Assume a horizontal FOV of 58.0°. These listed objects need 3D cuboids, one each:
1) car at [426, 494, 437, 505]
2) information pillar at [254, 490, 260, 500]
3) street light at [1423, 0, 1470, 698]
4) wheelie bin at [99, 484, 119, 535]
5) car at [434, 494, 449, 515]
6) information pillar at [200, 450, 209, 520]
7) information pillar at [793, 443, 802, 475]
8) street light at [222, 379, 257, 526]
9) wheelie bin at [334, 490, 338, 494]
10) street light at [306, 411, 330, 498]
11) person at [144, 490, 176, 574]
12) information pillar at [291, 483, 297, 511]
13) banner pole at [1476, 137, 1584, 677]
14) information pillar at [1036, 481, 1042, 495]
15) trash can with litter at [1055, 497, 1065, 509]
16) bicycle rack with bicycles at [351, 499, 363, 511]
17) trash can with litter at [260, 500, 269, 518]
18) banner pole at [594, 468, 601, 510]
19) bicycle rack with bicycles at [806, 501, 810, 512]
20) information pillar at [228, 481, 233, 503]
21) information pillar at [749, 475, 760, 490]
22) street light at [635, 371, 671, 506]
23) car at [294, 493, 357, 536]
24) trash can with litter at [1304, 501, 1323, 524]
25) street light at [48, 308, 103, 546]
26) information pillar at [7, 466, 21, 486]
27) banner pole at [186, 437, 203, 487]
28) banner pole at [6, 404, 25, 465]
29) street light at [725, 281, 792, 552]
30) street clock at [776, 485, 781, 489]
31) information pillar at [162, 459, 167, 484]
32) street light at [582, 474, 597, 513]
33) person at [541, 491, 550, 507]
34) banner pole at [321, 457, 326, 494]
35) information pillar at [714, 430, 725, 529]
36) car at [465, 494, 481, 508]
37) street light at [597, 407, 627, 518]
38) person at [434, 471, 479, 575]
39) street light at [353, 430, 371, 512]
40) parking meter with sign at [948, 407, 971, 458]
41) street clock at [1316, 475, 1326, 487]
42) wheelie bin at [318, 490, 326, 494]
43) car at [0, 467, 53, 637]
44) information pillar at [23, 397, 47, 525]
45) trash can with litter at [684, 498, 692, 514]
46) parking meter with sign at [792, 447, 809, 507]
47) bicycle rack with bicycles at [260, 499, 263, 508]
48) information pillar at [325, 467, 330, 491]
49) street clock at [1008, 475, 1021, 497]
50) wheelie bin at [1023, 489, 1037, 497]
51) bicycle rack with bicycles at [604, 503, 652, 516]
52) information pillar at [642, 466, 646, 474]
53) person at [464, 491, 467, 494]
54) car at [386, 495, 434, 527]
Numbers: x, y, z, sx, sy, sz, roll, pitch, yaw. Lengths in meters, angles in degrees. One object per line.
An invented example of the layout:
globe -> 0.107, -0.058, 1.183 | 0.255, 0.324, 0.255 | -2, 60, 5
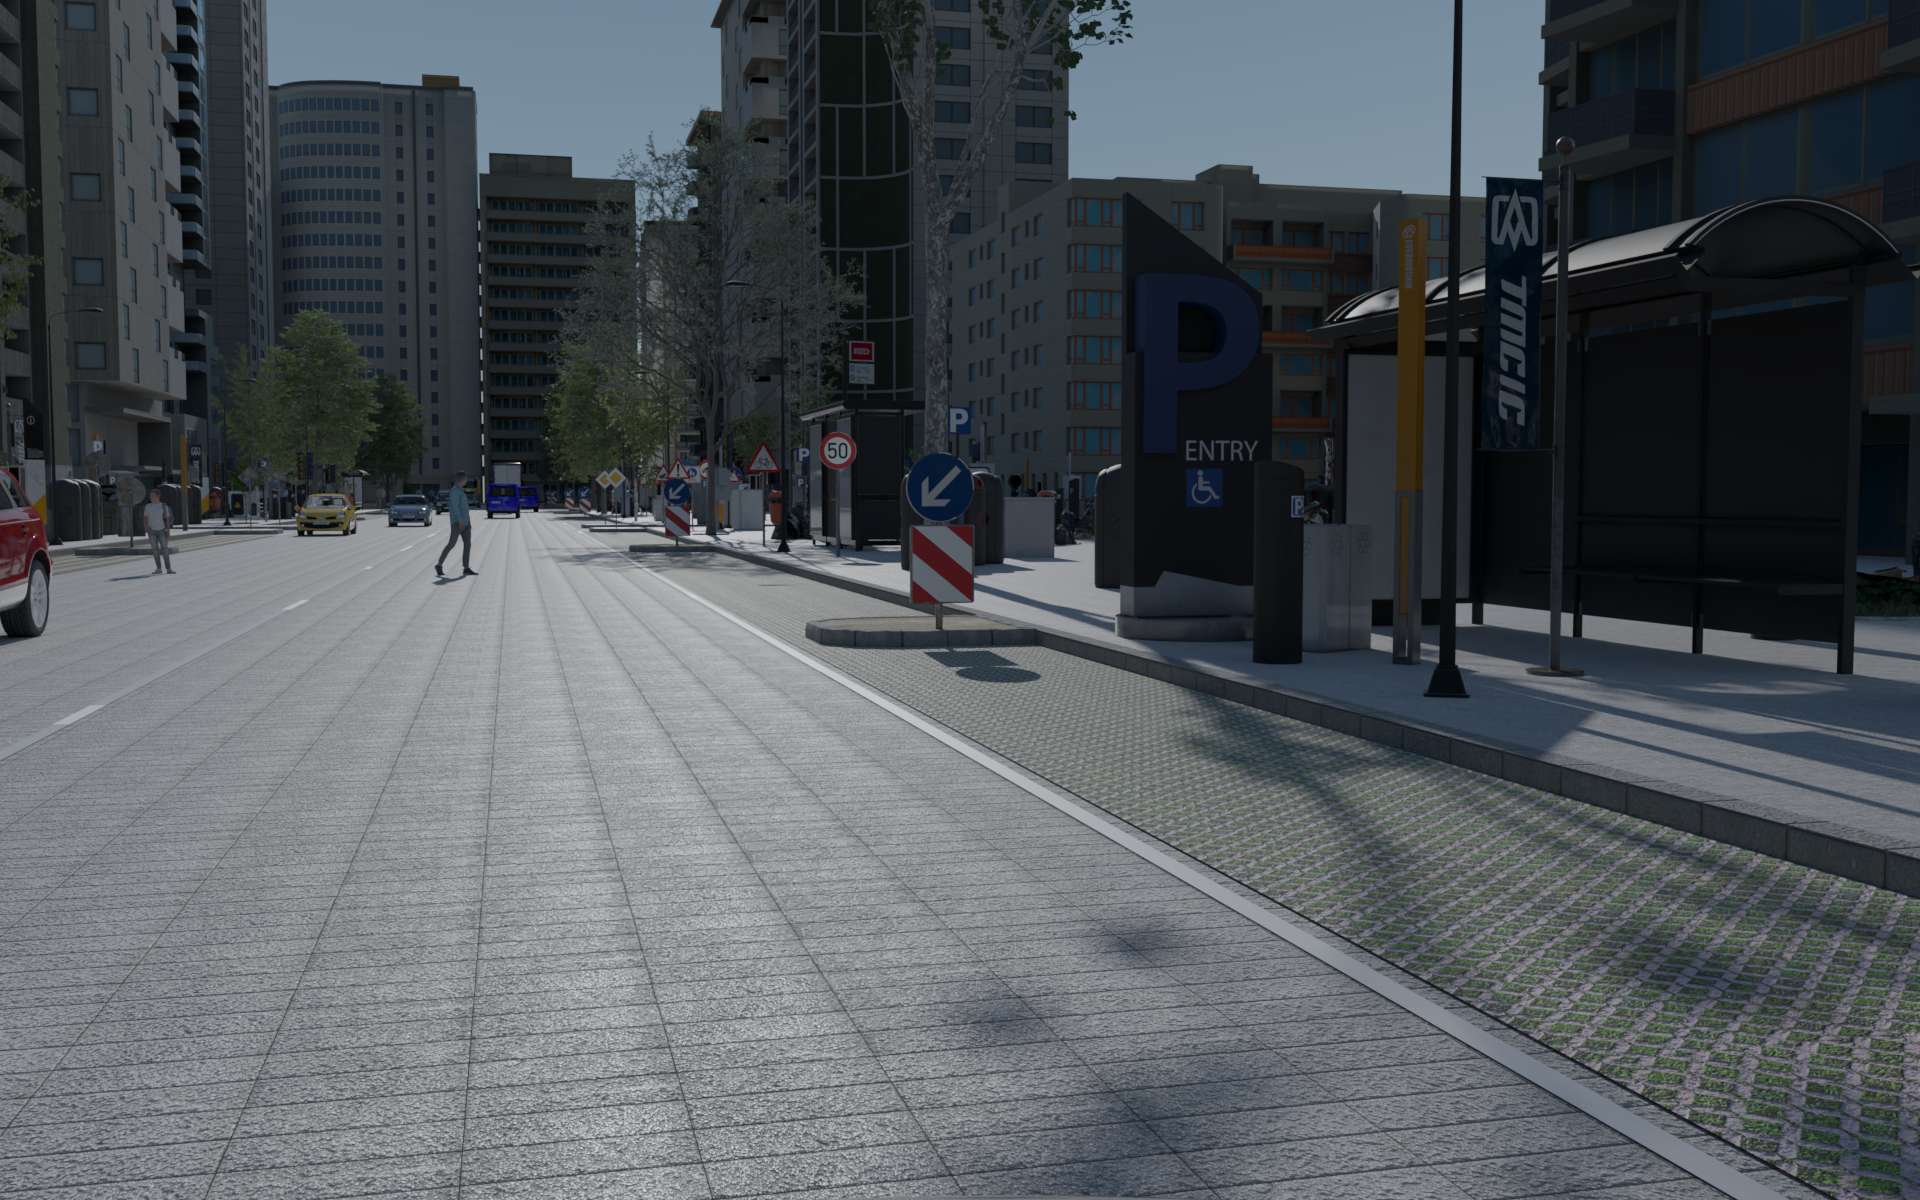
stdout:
car -> -62.297, -11.941, 205.025 | 2.009, 1.686, 4.222 | -1, 4, -14
information pillar -> -54.540, -7.941, 134.332 | 0.304, 2.012, 0.304 | 0, 4, 3
street light -> 2.575, -2.336, 10.728 | 1.470, 5.913, 1.316 | -1, 4, -14
wheelie bin -> -26.841, -2.851, 54.529 | 0.980, 1.594, 0.693 | -2, 4, -34
car -> -35.474, -6.756, 120.247 | 2.009, 1.686, 4.222 | -1, 4, -14
information pillar -> -37.614, -5.799, 86.168 | 0.504, 3.616, 0.183 | 1, 4, 18
information pillar -> -7.419, -5.376, 79.247 | 0.183, 3.616, 0.504 | 3, 4, 36
street light -> -29.079, -5.957, 69.933 | 1.470, 5.913, 1.316 | -1, 4, -14
wheelie bin -> -43.772, -6.992, 122.233 | 0.693, 1.594, 0.980 | 2, 4, 34
street light -> -36.061, -7.626, 97.227 | 1.470, 5.913, 1.316 | -1, 4, -14
person -> -14.402, -1.229, 31.190 | 0.503, 1.515, 0.523 | -3, 5, -41
information pillar -> -46.032, -7.049, 119.747 | 0.304, 2.012, 0.304 | -1, 4, -16
banner pole -> 4.019, -1.356, 12.180 | 0.863, 3.779, 0.401 | -1, 4, -16
information pillar -> 4.565, -5.832, 99.849 | 0.304, 2.012, 0.304 | 0, 4, -8
trash can with litter -> 5.558, -4.957, 92.430 | 1.055, 1.170, 0.624 | -1, 4, -11
bicycle rack with bicycles -> -46.920, -7.240, 131.760 | 2.852, 0.926, 2.925 | 1, 4, 10
trash can with litter -> -37.949, -5.116, 95.026 | 1.055, 1.170, 0.624 | -2, 4, -34
banner pole -> -29.609, -9.309, 142.211 | 0.863, 3.779, 0.401 | 0, 4, -6
bicycle rack with bicycles -> -7.246, -5.012, 95.329 | 2.852, 0.926, 2.925 | -3, 5, -43
information pillar -> -40.755, -5.641, 96.727 | 0.304, 2.012, 0.304 | -1, 4, -16
information pillar -> -7.751, -3.727, 65.421 | 0.304, 2.012, 0.304 | 1, 4, 19
street light -> -11.579, -5.689, 65.557 | 1.470, 5.913, 1.316 | -1, 4, -14
car -> -22.175, -3.085, 60.671 | 2.015, 1.641, 3.980 | -1, 4, -14
trash can with litter -> 5.459, -1.049, 28.540 | 1.055, 1.170, 0.624 | 1, 4, 15
street light -> -22.086, -4.326, 43.265 | 1.470, 5.913, 1.316 | -1, 4, -14
information pillar -> -24.688, -2.492, 45.243 | 0.304, 2.012, 0.304 | -2, 4, -29
banner pole -> -33.937, -5.296, 76.614 | 0.863, 3.779, 0.401 | -2, 4, -33
banner pole -> -26.265, -3.562, 48.259 | 0.401, 3.779, 0.863 | 1, 4, 19
street light -> -4.427, -4.006, 38.039 | 1.470, 5.913, 1.316 | -1, 4, -14
street clock -> -14.156, -8.015, 135.607 | 0.358, 2.002, 0.471 | 2, 4, 31
information pillar -> -53.349, -7.633, 116.160 | 0.504, 3.616, 0.183 | 3, 5, 44
street light -> -25.450, -8.966, 119.142 | 1.470, 5.913, 1.316 | -1, 4, -14
person -> -45.167, -11.003, 189.115 | 1.217, 1.743, 0.721 | -3, 5, -42
banner pole -> -43.031, -7.775, 117.133 | 0.401, 3.779, 0.863 | 0, 4, 0
information pillar -> -8.820, -4.374, 62.868 | 0.504, 3.616, 0.183 | 0, 4, -3
car -> -50.999, -10.329, 180.670 | 2.131, 1.459, 4.920 | -1, 4, -13
street light -> -18.488, -7.330, 92.392 | 1.470, 5.913, 1.316 | -1, 4, -14
person -> -8.889, -1.360, 30.595 | 0.748, 1.841, 0.638 | 1, 4, 10
street light -> -43.103, -9.307, 124.716 | 1.470, 5.913, 1.316 | -1, 4, -14
parking meter with sign -> -0.379, -2.397, 35.459 | 0.543, 3.016, 1.738 | -2, 4, -24
street clock -> 13.637, -3.713, 65.285 | 0.358, 2.002, 0.471 | -1, 4, -16
wheelie bin -> -49.986, -7.810, 135.598 | 0.980, 1.594, 0.693 | 0, 4, 3
car -> -9.887, -0.431, 15.723 | 2.281, 1.827, 5.304 | -1, 4, -13
information pillar -> -22.382, -3.090, 41.881 | 0.183, 3.616, 0.504 | 2, 4, 26
trash can with litter -> -18.527, -6.518, 117.627 | 1.678, 1.210, 2.233 | -2, 4, -30
parking meter with sign -> -6.066, -4.245, 65.667 | 0.543, 3.016, 1.738 | -1, 4, -15
bicycle rack with bicycles -> -47.863, -6.626, 121.713 | 2.852, 0.926, 2.925 | 0, 4, -3
information pillar -> -51.397, -9.129, 140.617 | 0.504, 3.616, 0.183 | 1, 4, 14
street clock -> 2.061, -3.708, 65.193 | 0.471, 2.002, 0.358 | -3, 4, -36
wheelie bin -> 4.002, -5.568, 98.947 | 0.693, 1.594, 0.980 | 3, 5, 43
bicycle rack with bicycles -> -19.776, -5.533, 103.844 | 2.925, 0.926, 2.852 | 0, 4, -6
information pillar -> -26.331, -9.347, 144.183 | 0.183, 3.616, 0.504 | 2, 4, 27
person -> -55.078, -11.287, 193.184 | 0.705, 1.807, 1.348 | 3, 4, 36
car -> -24.574, -4.004, 77.465 | 2.014, 1.417, 4.499 | -1, 4, -15
